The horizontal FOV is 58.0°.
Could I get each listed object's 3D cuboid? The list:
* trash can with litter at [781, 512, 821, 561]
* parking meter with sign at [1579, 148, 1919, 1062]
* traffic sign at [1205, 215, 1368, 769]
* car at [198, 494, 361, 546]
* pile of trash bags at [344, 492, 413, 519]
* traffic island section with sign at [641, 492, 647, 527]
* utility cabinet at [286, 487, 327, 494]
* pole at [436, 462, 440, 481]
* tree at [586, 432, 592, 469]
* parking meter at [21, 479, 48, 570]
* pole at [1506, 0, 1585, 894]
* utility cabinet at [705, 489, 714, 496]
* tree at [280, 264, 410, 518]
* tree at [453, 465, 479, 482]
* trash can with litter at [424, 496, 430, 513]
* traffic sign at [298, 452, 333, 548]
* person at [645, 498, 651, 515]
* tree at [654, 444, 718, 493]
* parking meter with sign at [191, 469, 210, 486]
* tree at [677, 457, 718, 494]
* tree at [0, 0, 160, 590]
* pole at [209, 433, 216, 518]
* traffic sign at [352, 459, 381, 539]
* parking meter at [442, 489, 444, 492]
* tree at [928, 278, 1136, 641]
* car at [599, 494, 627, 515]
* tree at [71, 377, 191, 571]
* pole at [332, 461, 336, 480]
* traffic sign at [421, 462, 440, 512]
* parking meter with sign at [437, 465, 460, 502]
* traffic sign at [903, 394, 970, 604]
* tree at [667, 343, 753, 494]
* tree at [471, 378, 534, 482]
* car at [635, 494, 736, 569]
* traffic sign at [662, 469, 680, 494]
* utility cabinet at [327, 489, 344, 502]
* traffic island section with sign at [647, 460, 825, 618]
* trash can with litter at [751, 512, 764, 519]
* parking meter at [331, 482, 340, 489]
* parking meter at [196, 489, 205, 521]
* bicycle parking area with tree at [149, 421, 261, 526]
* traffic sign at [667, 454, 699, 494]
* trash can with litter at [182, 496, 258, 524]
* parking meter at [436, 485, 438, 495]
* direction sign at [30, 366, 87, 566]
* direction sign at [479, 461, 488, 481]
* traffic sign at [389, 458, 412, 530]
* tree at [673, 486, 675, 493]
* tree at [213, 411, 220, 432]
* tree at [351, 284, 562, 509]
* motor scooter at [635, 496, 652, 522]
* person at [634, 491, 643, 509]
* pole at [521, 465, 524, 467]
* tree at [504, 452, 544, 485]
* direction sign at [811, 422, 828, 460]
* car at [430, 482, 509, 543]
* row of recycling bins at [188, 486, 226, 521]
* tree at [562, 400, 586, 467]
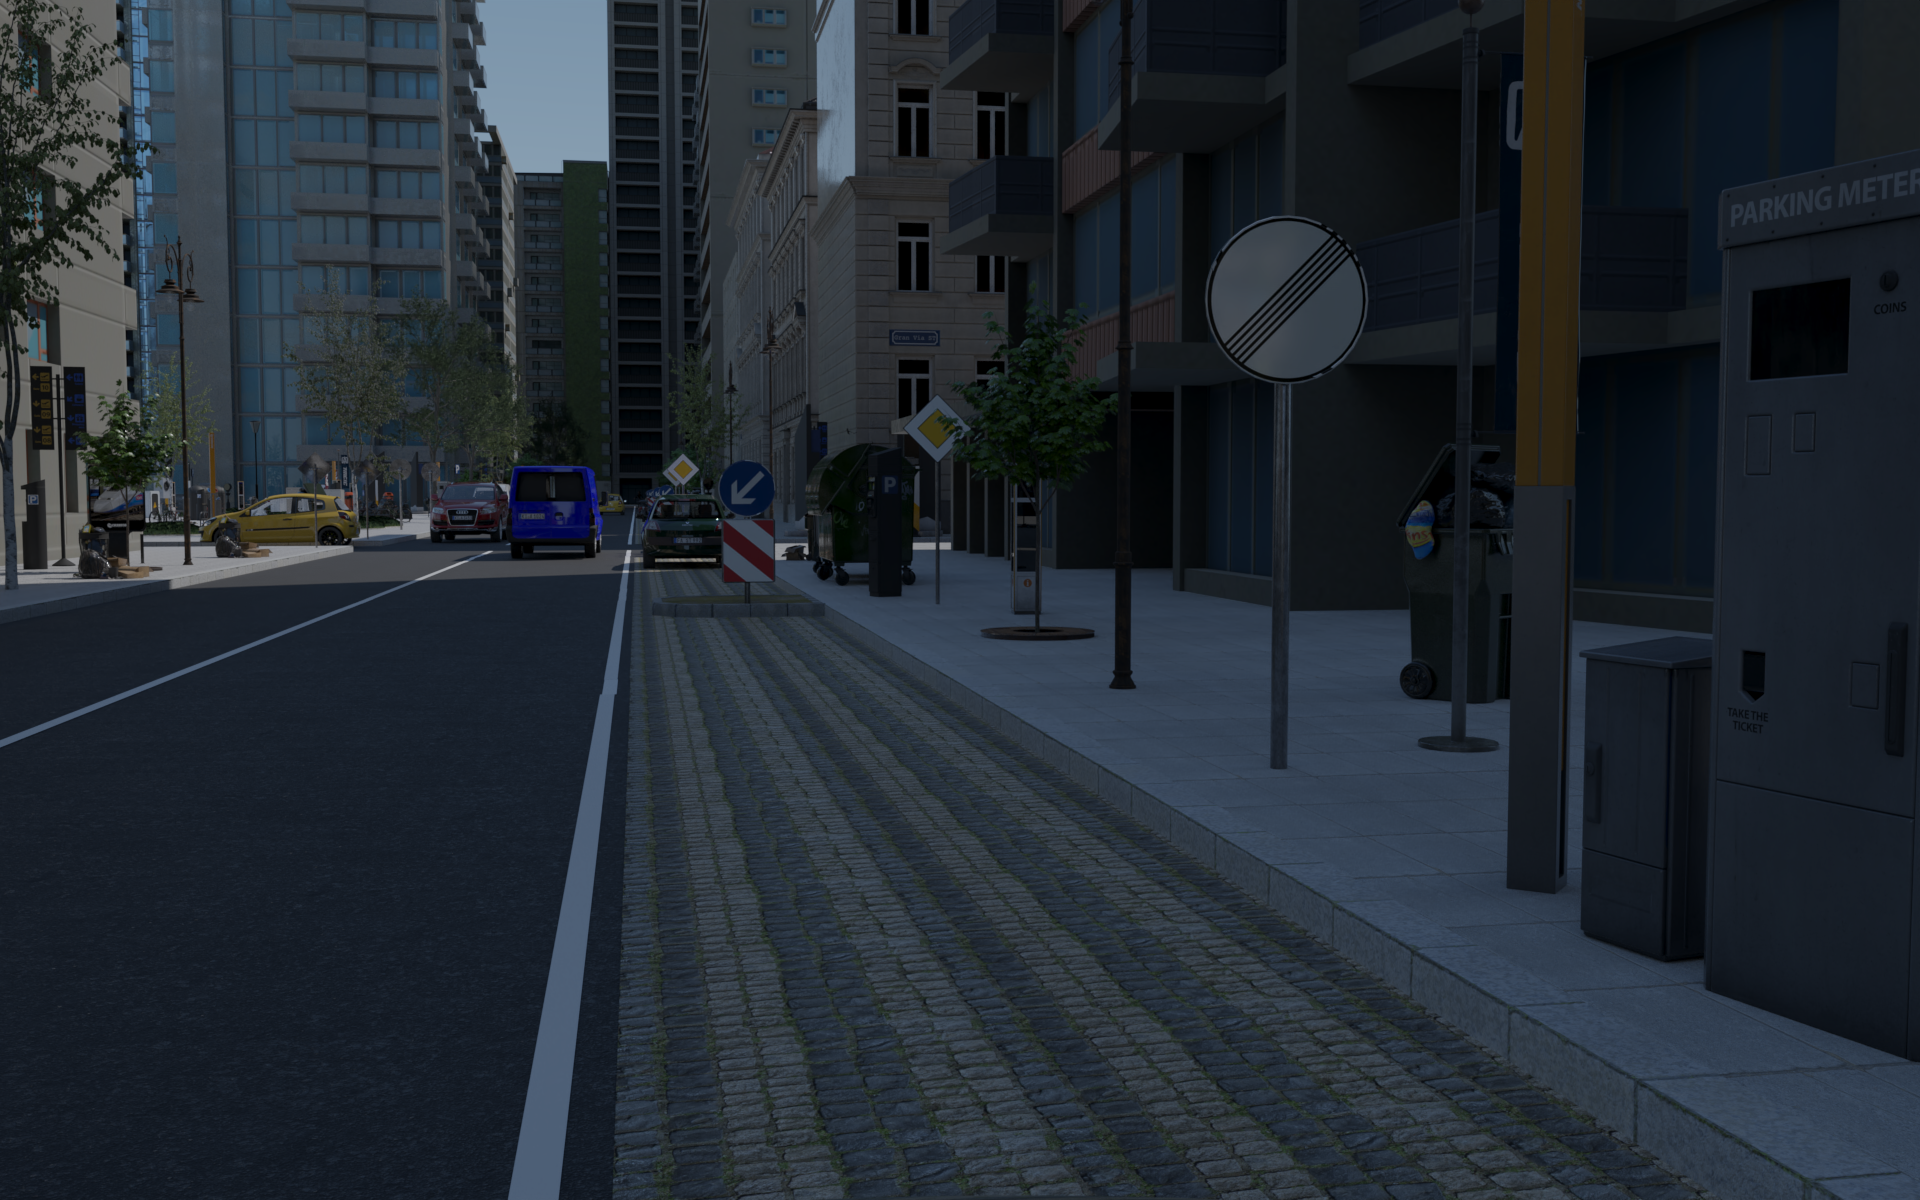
[{"bbox_3d":[-2.937,-1.342,33.336,1.055,1.170,0.624,1,4,18],"label":"trash can with litter"},{"bbox_3d":[2.247,-0.485,4.199,0.543,3.016,1.738,-1,4,-22],"label":"parking meter with sign"},{"bbox_3d":[1.492,-0.485,8.028,0.768,2.556,0.104,0,4,-7],"label":"traffic sign"},{"bbox_3d":[-17.982,-2.176,45.808,3.980,1.641,2.015,-1,4,-10],"label":"car"},{"bbox_3d":[-29.934,-4.826,88.655,1.912,1.369,3.447,3,5,43],"label":"pile of trash bags"},{"bbox_3d":[-13.015,-4.130,76.147,1.989,1.847,2.006,-1,4,-11],"label":"traffic island section with sign"},{"bbox_3d":[-22.125,-3.049,58.528,1.173,1.500,0.318,-2,4,-24],"label":"utility cabinet"},{"bbox_3d":[-33.266,-7.132,110.452,0.158,3.312,0.155,0,3,0],"label":"pole"},{"bbox_3d":[-38.055,-13.786,159.811,8.767,10.594,7.601,0,4,-6],"label":"tree"},{"bbox_3d":[-15.760,-1.289,29.482,0.372,1.533,0.369,0,3,0],"label":"parking meter"},{"bbox_3d":[1.884,-0.716,5.556,0.158,3.312,0.155,0,3,0],"label":"pole"},{"bbox_3d":[-11.593,-4.373,80.178,0.318,1.500,1.173,-1,4,-15],"label":"utility cabinet"},{"bbox_3d":[-19.368,-6.412,55.191,4.360,8.622,3.978,0,3,0],"label":"tree"},{"bbox_3d":[-34.001,-7.687,120.288,1.663,3.219,1.824,0,3,0],"label":"tree"},{"bbox_3d":[-35.604,-6.447,116.794,1.055,1.170,0.624,-1,4,-18],"label":"trash can with litter"},{"bbox_3d":[-15.332,-2.298,41.219,0.795,2.450,0.064,-1,4,-11],"label":"traffic sign"},{"bbox_3d":[-21.579,-6.479,119.935,0.738,1.151,1.012,0,4,4],"label":"person"},{"bbox_3d":[-16.617,-7.524,106.727,4.285,4.588,4.351,0,3,0],"label":"tree"},{"bbox_3d":[-51.934,-7.522,119.245,1.738,3.016,0.543,-1,4,-15],"label":"parking meter with sign"},{"bbox_3d":[-14.852,-6.361,98.598,1.663,3.219,1.824,0,3,0],"label":"tree"},{"bbox_3d":[-12.972,-4.439,22.936,4.737,8.622,4.395,0,3,0],"label":"tree"},{"bbox_3d":[-24.844,-3.898,57.575,0.158,3.312,0.155,0,3,0],"label":"pole"},{"bbox_3d":[-16.797,-2.778,49.069,0.795,2.450,0.064,-1,4,-11],"label":"traffic sign"},{"bbox_3d":[-22.535,-4.140,76.094,0.372,1.533,0.369,0,3,0],"label":"parking meter"},{"bbox_3d":[0.689,-1.289,15.681,1.663,3.219,1.824,0,3,0],"label":"tree"},{"bbox_3d":[-23.760,-6.598,118.093,2.015,1.641,3.980,-1,4,-9],"label":"car"},{"bbox_3d":[-14.010,-2.100,28.943,1.663,3.219,1.824,0,3,0],"label":"tree"},{"bbox_3d":[-38.699,-6.928,107.120,0.158,3.312,0.155,0,3,0],"label":"pole"},{"bbox_3d":[-21.278,-4.254,69.651,0.768,2.556,0.104,0,4,-1],"label":"traffic sign"},{"bbox_3d":[-30.544,-6.500,102.535,1.738,3.016,0.543,1,4,9],"label":"parking meter with sign"},{"bbox_3d":[-0.263,-1.156,20.085,0.795,2.450,0.064,0,4,-5],"label":"traffic sign"},{"bbox_3d":[-12.376,-8.163,83.824,4.737,8.622,4.395,0,3,0],"label":"tree"},{"bbox_3d":[-28.058,-9.493,105.578,4.737,8.622,4.395,0,3,0],"label":"tree"},{"bbox_3d":[-5.466,-1.516,34.575,2.009,1.686,4.222,-1,4,-10],"label":"car"},{"bbox_3d":[-8.296,-2.874,50.629,0.795,2.450,0.064,-1,4,-11],"label":"traffic sign"},{"bbox_3d":[-29.710,-4.482,81.964,1.173,1.500,0.318,1,4,17],"label":"utility cabinet"},{"bbox_3d":[-2.720,-0.752,20.918,1.989,1.847,2.006,-1,4,-11],"label":"traffic island section with sign"},{"bbox_3d":[-8.104,-3.356,65.931,2.233,1.210,1.678,-2,4,-27],"label":"trash can with litter"},{"bbox_3d":[-31.291,-4.960,86.807,0.399,1.863,0.255,2,4,35],"label":"parking meter"},{"bbox_3d":[-36.525,-4.580,83.300,0.372,1.533,0.369,0,3,0],"label":"parking meter"},{"bbox_3d":[-30.163,-4.932,67.646,8.231,4.147,9.016,1,4,14],"label":"bicycle parking area with tree"},{"bbox_3d":[-6.830,-2.394,42.779,0.795,2.450,0.064,-1,4,-11],"label":"traffic sign"},{"bbox_3d":[-26.216,-3.111,61.919,1.678,1.210,2.233,2,4,34],"label":"trash can with litter"},{"bbox_3d":[-32.750,-6.284,108.456,0.255,1.863,0.399,0,4,-1],"label":"parking meter"},{"bbox_3d":[-15.977,-2.371,30.770,0.876,3.537,0.379,-1,4,-17],"label":"direction sign"},{"bbox_3d":[-32.740,-7.769,119.022,0.876,3.537,0.379,3,4,38],"label":"direction sign"},{"bbox_3d":[-20.016,-3.784,61.982,0.768,2.556,0.104,-1,4,-10],"label":"traffic sign"},{"bbox_3d":[-28.083,-10.860,172.166,1.663,3.219,1.824,0,3,0],"label":"tree"},{"bbox_3d":[-41.004,-8.549,90.142,4.737,8.622,4.395,0,3,0],"label":"tree"},{"bbox_3d":[-23.990,-8.777,77.918,8.767,10.594,7.601,3,4,36],"label":"tree"},{"bbox_3d":[-16.214,-4.646,88.737,0.815,1.314,1.986,-1,4,-9],"label":"motor scooter"},{"bbox_3d":[-31.899,-9.945,171.928,0.721,1.723,1.217,2,4,35],"label":"person"},{"bbox_3d":[-31.103,-7.915,123.246,0.158,3.312,0.155,0,3,0],"label":"pole"},{"bbox_3d":[-35.760,-9.721,142.644,4.285,4.588,4.351,0,3,0],"label":"tree"},{"bbox_3d":[-4.548,-3.801,54.151,0.876,3.537,0.379,-2,4,-27],"label":"direction sign"},{"bbox_3d":[-14.905,-2.707,52.930,2.281,1.827,5.304,-1,4,-9],"label":"car"},{"bbox_3d":[-37.314,-4.806,85.691,1.069,1.692,3.534,0,4,-4],"label":"row of recycling bins"},{"bbox_3d":[-26.037,-9.696,92.945,8.767,10.594,7.601,3,5,42],"label":"tree"}]
